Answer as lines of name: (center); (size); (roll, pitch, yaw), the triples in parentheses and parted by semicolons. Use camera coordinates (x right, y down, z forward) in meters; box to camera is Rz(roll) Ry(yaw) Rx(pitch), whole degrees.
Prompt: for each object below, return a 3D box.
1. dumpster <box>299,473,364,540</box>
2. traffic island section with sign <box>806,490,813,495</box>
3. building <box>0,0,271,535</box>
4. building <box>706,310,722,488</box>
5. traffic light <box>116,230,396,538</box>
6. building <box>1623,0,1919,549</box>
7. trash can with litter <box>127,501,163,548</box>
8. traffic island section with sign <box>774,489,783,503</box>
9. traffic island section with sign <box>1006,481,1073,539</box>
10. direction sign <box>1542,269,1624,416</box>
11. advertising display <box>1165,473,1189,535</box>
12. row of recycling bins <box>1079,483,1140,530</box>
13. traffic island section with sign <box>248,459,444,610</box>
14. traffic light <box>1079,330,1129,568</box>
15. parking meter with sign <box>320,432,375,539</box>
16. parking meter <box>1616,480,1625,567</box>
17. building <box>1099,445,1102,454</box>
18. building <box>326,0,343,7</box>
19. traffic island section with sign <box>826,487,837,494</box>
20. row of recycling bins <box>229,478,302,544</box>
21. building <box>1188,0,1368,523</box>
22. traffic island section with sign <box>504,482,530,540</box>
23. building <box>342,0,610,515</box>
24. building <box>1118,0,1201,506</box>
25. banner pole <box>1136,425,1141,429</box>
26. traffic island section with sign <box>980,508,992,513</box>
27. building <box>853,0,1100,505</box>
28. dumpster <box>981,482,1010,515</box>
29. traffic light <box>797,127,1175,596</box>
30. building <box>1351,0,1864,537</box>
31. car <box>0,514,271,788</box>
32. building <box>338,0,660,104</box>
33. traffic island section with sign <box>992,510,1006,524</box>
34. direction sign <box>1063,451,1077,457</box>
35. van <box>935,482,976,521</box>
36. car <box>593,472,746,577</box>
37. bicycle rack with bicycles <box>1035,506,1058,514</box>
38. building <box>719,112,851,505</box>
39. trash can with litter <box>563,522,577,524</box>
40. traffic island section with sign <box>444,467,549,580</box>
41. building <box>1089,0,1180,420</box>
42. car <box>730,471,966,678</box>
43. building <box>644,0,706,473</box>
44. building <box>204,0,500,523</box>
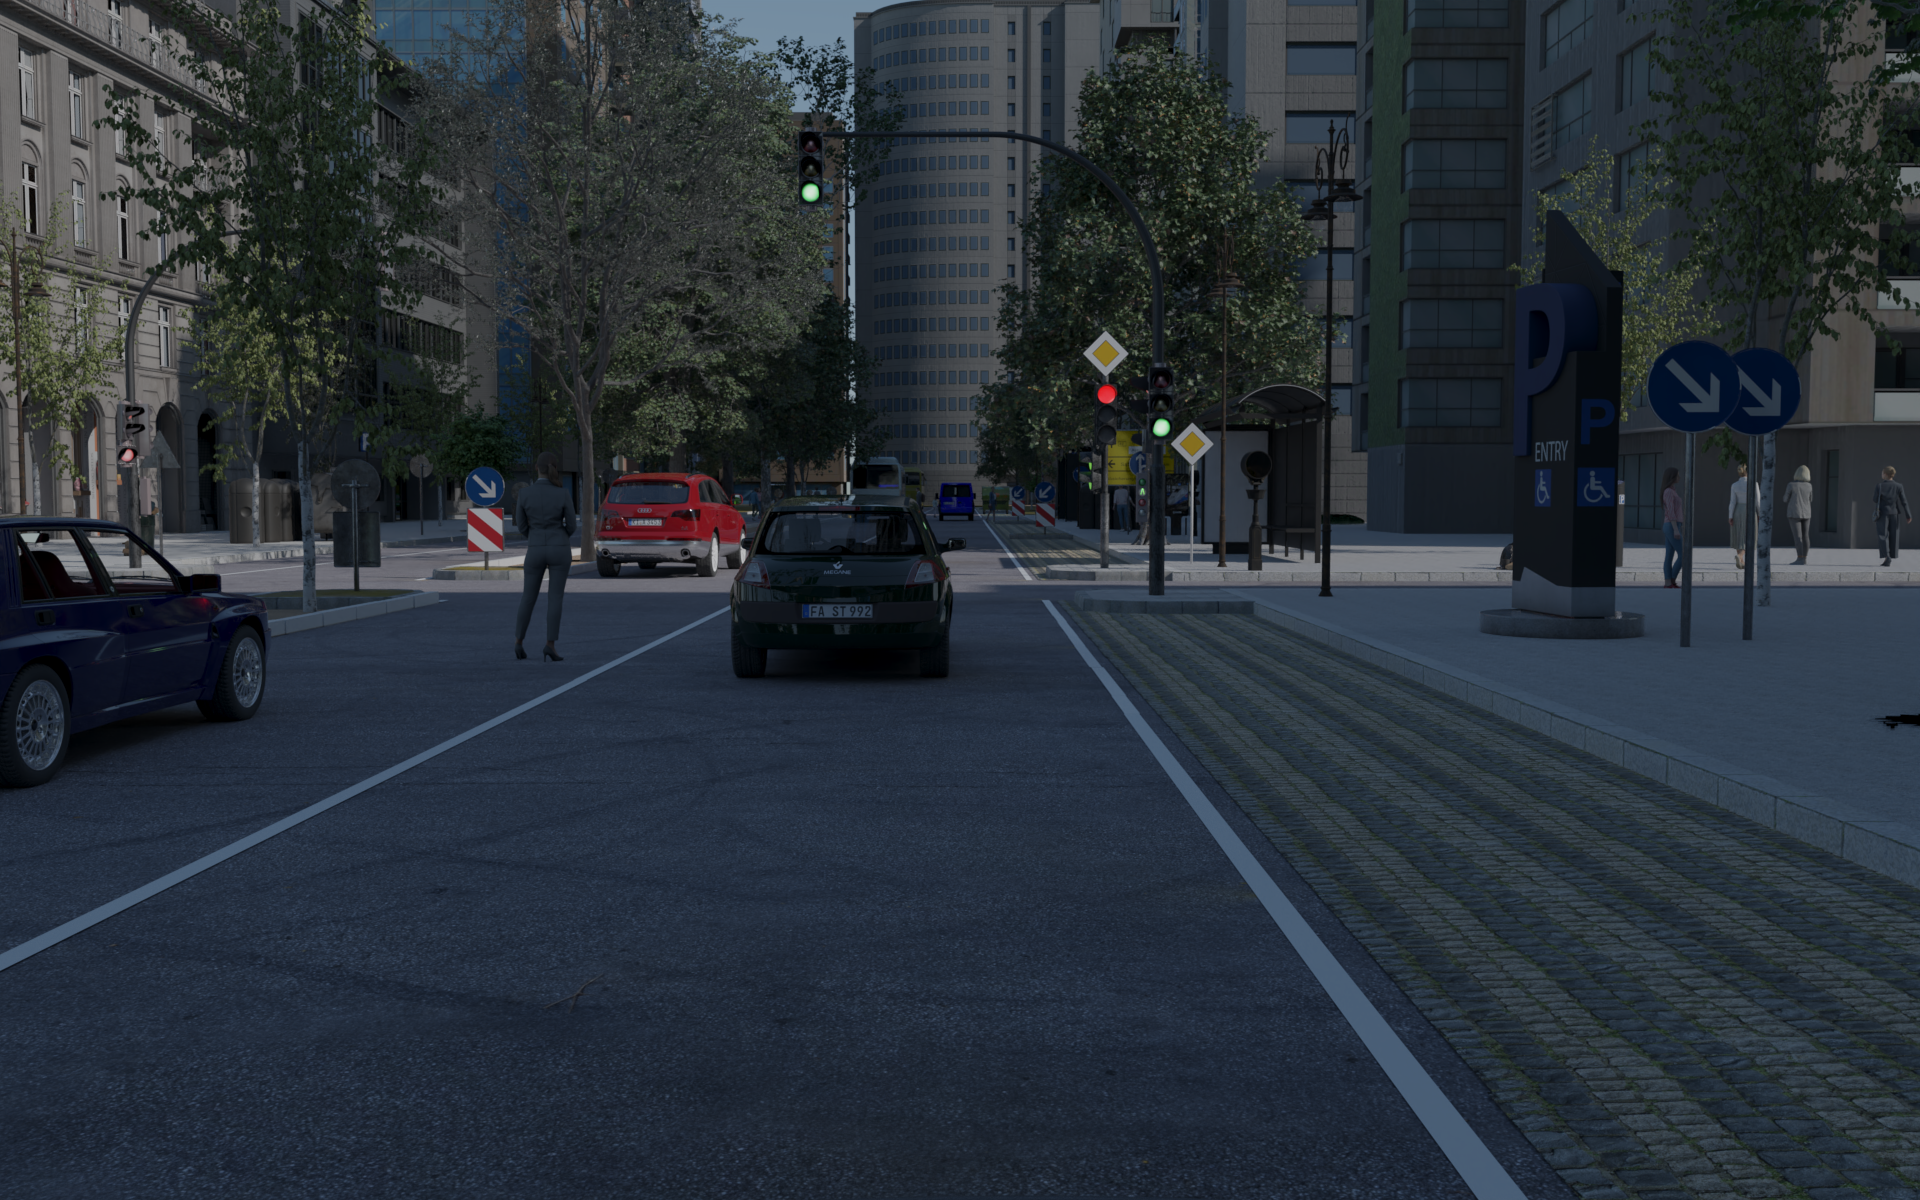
dumpster: (-17.154, -2.543, 47.329); (1.264, 1.857, 1.865); (0, 4, 0)
traffic island section with sign: (-13.741, -9.182, 158.750); (1.989, 1.847, 2.006); (0, 3, 0)
building: (-31.060, -12.711, 49.625); (13.314, 21.916, 24.055); (0, 3, 0)
building: (-42.223, -33.784, 206.997); (28.867, 44.769, 22.147); (0, 3, 0)
traffic light: (-12.184, -3.380, 29.932); (4.771, 5.953, 1.251); (0, 3, 0)
building: (23.693, -22.065, 44.362); (14.086, 41.232, 14.154); (0, 3, 0)
trash can with litter: (-17.108, -1.517, 36.187); (0.624, 1.170, 1.055); (-1, 4, -10)
traffic island section with sign: (-13.794, -7.533, 131.794); (1.989, 1.847, 2.006); (0, 3, 0)
traffic island section with sign: (2.577, -2.853, 55.269); (1.989, 1.847, 2.006); (0, 3, 0)
direction sign: (6.279, -1.564, 17.561); (0.876, 3.537, 0.379); (-1, 4, -10)
advertising display: (6.737, -2.981, 53.960); (0.974, 1.923, 0.123); (-3, 4, -36)
row of recycling bins: (5.720, -3.396, 62.638); (3.534, 1.692, 1.069); (3, 5, 44)
traffic island section with sign: (-7.982, -0.865, 22.273); (2.006, 1.907, 1.989); (0, 3, 0)
traffic light: (2.485, -2.505, 29.885); (0.839, 4.253, 0.868); (0, 3, 0)
parking meter with sign: (-17.531, -3.250, 49.393); (1.738, 3.016, 0.543); (2, 4, 25)
parking meter: (11.530, -1.357, 30.602); (0.372, 1.533, 0.369); (0, 3, 0)
building: (23.194, -26.417, 203.618); (14.107, 30.474, 14.160); (0, 3, 0)
building: (-64.665, -44.222, 161.284); (20.611, 71.187, 20.563); (0, 3, 0)
traffic island section with sign: (-7.824, -5.913, 104.818); (2.006, 1.907, 1.989); (0, 3, 0)
row of recycling bins: (-18.469, -2.394, 46.247); (1.069, 1.692, 3.534); (0, 4, -1)
building: (23.153, -33.514, 89.951); (21.231, 58.520, 28.212); (0, 3, 0)
traffic island section with sign: (-13.944, -2.821, 54.752); (1.989, 1.847, 2.006); (0, 3, 0)
building: (-31.218, -28.254, 112.060); (14.600, 45.320, 14.200); (0, 3, 0)
building: (24.442, -49.886, 128.308); (22.319, 86.520, 31.000); (0, 3, 0)
banner pole: (5.992, -3.983, 55.142); (0.863, 3.779, 0.401); (1, 4, 16)
traffic island section with sign: (2.716, -7.531, 131.753); (1.989, 1.847, 2.006); (0, 3, 0)
building: (1.789, -40.579, 205.467); (28.212, 58.520, 21.231); (0, 3, 0)
dumpster: (2.466, -7.043, 120.104); (1.985, 2.255, 1.502); (0, 4, -1)
traffic light: (0.378, -2.880, 21.763); (4.771, 5.953, 1.251); (0, 3, 0)
building: (21.329, -23.107, 61.388); (14.154, 41.232, 14.086); (0, 3, 0)
car: (-5.361, 0.171, 9.789); (1.945, 1.354, 3.894); (0, 3, 0)
building: (-35.296, -29.294, 133.578); (22.147, 44.769, 28.867); (0, 3, 0)
traffic island section with sign: (2.639, -4.512, 82.392); (1.989, 1.847, 2.006); (0, 3, 0)
direction sign: (5.639, -5.925, 88.868); (0.876, 3.537, 0.379); (3, 5, 39)
van: (-0.217, -5.455, 93.573); (2.240, 2.365, 5.245); (0, 4, -1)
car: (-5.187, -1.395, 31.480); (2.281, 1.827, 5.304); (0, 4, 2)
bicycle rack with bicycles: (5.503, -4.974, 94.710); (2.925, 0.926, 2.852); (-1, 4, -17)
building: (-20.305, -33.813, 202.959); (14.200, 45.320, 14.600); (0, 3, 0)
trash can with litter: (-17.717, -3.939, 75.464); (2.233, 1.210, 1.678); (-1, 4, -22)
traffic island section with sign: (-7.958, -1.318, 29.680); (2.006, 1.907, 1.989); (0, 3, 0)
building: (27.082, -34.819, 158.526); (28.713, 52.752, 27.495); (0, 3, 0)
car: (-0.941, -0.314, 14.920); (2.009, 1.686, 4.222); (0, 4, -1)
building: (-38.710, -37.933, 162.207); (28.212, 58.520, 21.231); (0, 3, 0)
building: (-31.441, -15.804, 77.460); (14.314, 24.678, 30.058); (0, 3, 0)
